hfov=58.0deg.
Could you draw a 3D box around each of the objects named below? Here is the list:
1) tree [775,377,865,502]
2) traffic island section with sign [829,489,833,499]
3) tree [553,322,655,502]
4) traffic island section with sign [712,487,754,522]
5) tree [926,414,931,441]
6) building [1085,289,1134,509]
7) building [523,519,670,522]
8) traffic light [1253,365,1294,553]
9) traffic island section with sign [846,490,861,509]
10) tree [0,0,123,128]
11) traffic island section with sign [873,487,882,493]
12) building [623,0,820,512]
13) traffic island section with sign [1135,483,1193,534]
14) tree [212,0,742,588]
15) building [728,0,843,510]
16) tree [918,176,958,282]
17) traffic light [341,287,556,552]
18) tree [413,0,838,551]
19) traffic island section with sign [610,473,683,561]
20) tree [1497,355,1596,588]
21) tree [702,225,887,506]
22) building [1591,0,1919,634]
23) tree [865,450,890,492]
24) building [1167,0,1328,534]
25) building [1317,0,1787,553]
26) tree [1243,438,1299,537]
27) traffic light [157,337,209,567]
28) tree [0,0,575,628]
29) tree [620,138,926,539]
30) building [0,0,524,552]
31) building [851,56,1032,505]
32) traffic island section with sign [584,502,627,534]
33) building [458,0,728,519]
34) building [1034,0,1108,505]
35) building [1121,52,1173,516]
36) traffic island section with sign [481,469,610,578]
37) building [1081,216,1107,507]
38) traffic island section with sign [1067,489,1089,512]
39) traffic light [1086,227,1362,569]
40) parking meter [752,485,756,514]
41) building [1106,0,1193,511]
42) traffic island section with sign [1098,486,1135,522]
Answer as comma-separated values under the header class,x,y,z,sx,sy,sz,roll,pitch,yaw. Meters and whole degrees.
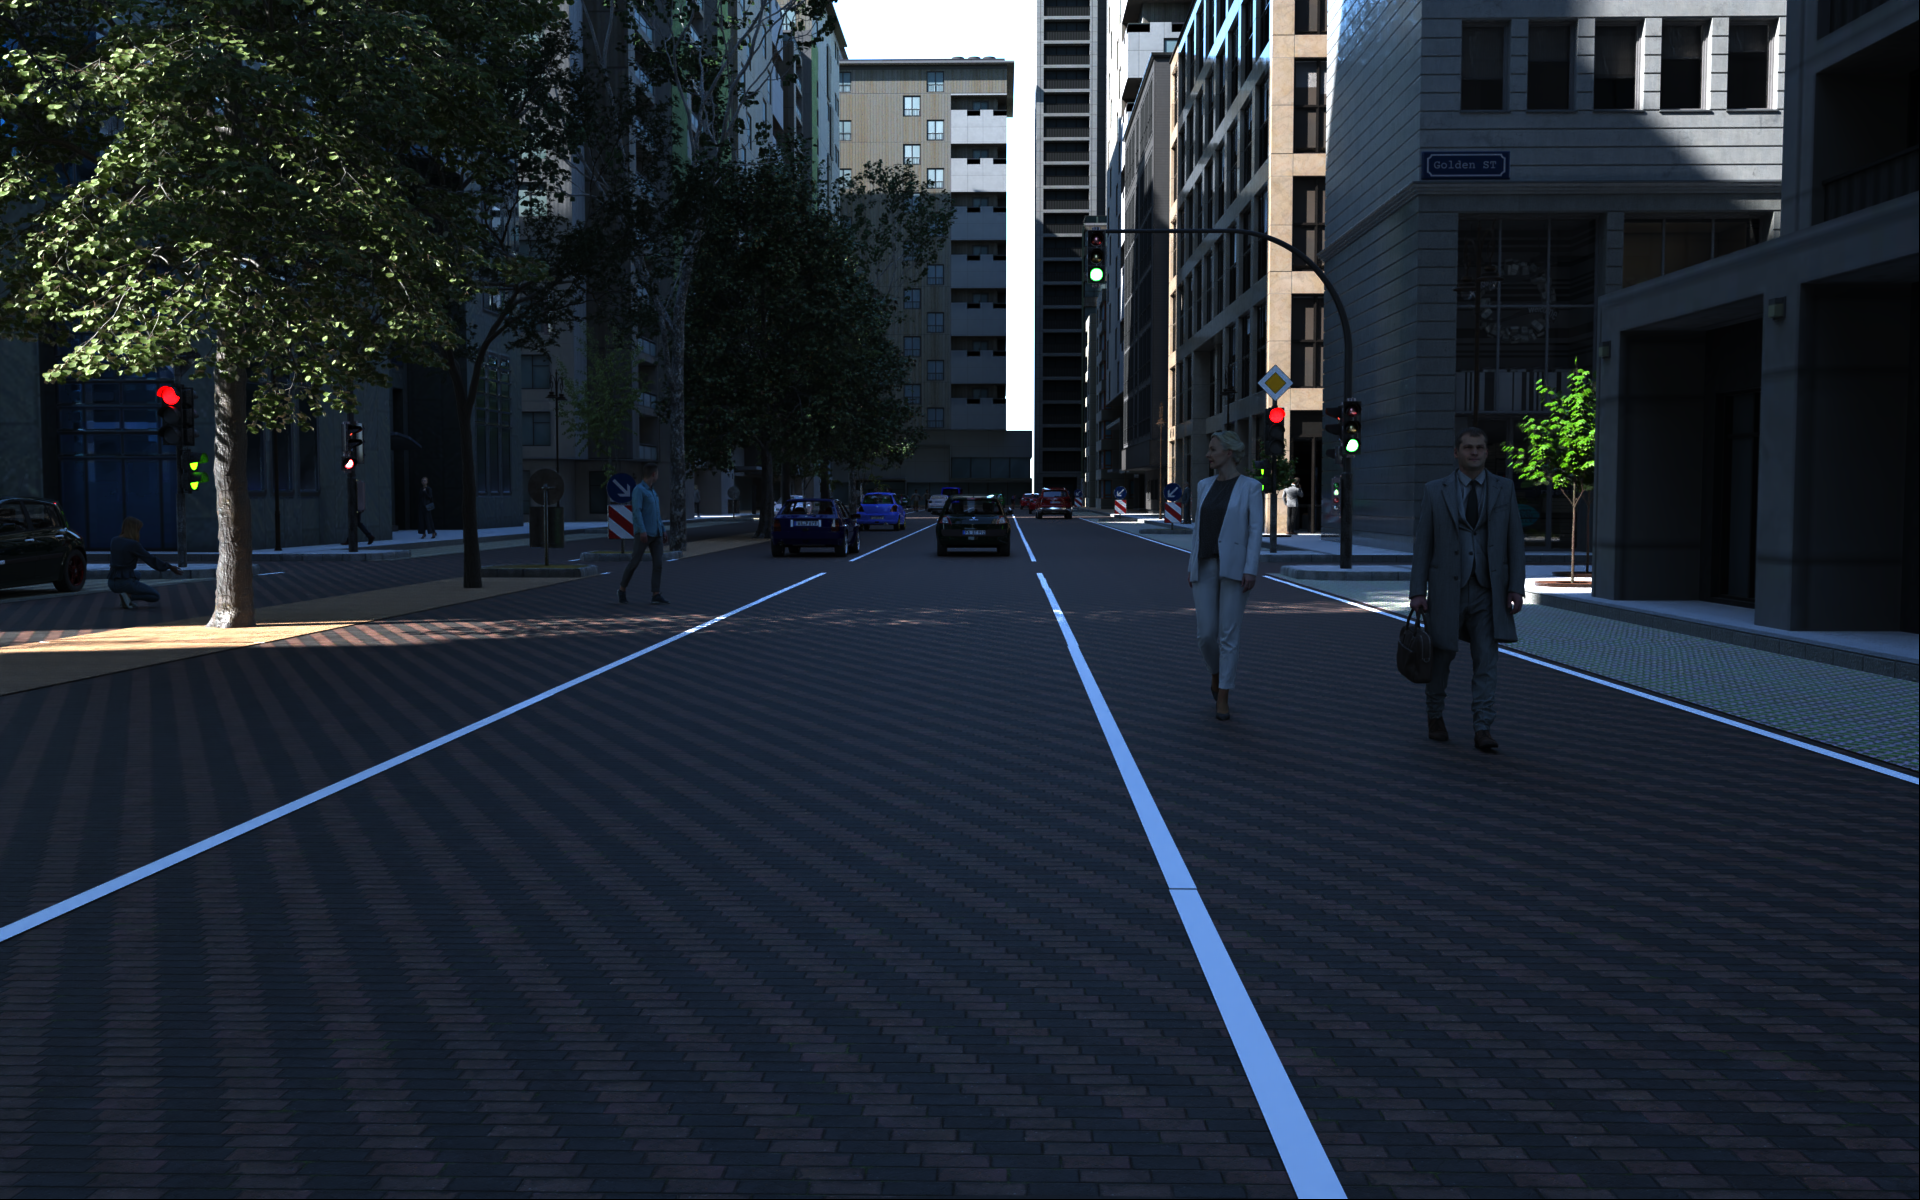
class,x,y,z,sx,sy,sz,roll,pitch,yaw
tree,-6.440,-7.269,71.676,4.737,8.622,4.395,0,3,0
traffic island section with sign,-10.568,-8.042,140.107,1.989,1.847,2.006,0,4,1
tree,-14.805,-7.462,72.370,4.737,8.622,4.395,0,3,0
traffic island section with sign,-11.822,-5.002,90.405,1.989,1.847,2.006,0,4,1
tree,-6.230,-9.785,79.448,9.611,12.733,9.660,0,3,0
building,26.110,-19.259,159.923,27.650,21.520,28.899,0,4,1
building,-21.115,-24.428,82.987,14.154,41.232,14.086,0,4,1
traffic light,6.831,-2.987,37.763,0.839,4.253,0.868,0,4,1
traffic island section with sign,-9.895,-9.701,167.241,1.989,1.847,2.006,0,4,1
tree,-7.666,-5.836,8.239,12.009,13.543,11.850,0,3,0
traffic island section with sign,-5.375,-6.414,113.004,2.006,1.907,1.989,0,4,1
building,-19.805,-28.425,148.336,14.154,41.232,14.086,0,4,1
traffic island section with sign,7.491,-3.293,62.466,1.989,1.847,2.006,0,4,1
tree,-7.381,-5.475,26.380,8.767,10.594,7.601,0,4,1
building,-26.311,-35.842,175.260,27.495,52.752,28.713,0,4,1
tree,-6.843,-14.236,91.110,12.611,20.169,13.585,0,3,0
traffic light,-11.331,-3.888,38.235,4.771,5.953,1.251,0,4,1
tree,-8.236,-11.328,43.557,12.611,20.169,13.585,0,3,0
traffic island section with sign,-7.248,-1.820,37.889,2.006,1.907,1.989,0,4,1
tree,8.660,-1.811,24.207,1.663,3.219,1.824,0,3,0
tree,-6.665,-8.849,65.271,7.486,12.596,7.792,0,3,0
building,17.850,-34.907,8.988,20.563,71.187,20.611,0,4,1
tree,-5.650,-9.014,100.193,4.737,8.622,4.395,0,3,0
building,19.892,-16.335,71.597,19.350,26.468,34.151,0,4,1
building,24.662,-16.153,41.586,29.804,29.767,11.434,0,4,1
tree,9.289,-3.504,51.885,1.663,3.219,1.824,0,3,0
traffic light,-13.625,-2.529,30.270,0.839,4.253,0.868,0,4,1
tree,-7.886,-5.997,18.643,7.486,12.596,7.792,0,3,0
tree,-6.220,-8.328,55.620,9.611,12.733,9.660,0,3,0
building,-26.965,-45.173,51.255,22.319,86.520,31.000,0,4,1
building,-5.101,-37.991,210.384,27.495,52.752,28.713,0,4,1
traffic island section with sign,-12.518,-3.339,63.219,1.989,1.847,2.006,0,4,1
building,-21.908,-25.778,105.058,14.154,41.232,14.086,0,4,1
building,19.186,-46.898,205.034,20.611,71.187,20.563,0,4,1
building,17.299,-18.786,100.658,14.314,27.812,24.014,0,4,1
traffic island section with sign,-7.443,-1.367,30.484,2.006,1.907,1.989,0,4,1
building,19.662,-25.051,181.281,14.160,30.474,14.107,0,4,1
traffic island section with sign,9.444,-8.064,140.471,1.989,1.847,2.006,0,4,1
traffic light,4.537,-3.365,29.691,4.771,5.953,1.251,0,4,1
parking meter,-13.119,-6.395,110.273,0.255,1.863,0.399,0,4,-5
building,25.269,-33.109,130.576,28.713,52.752,27.495,0,4,1
traffic island section with sign,8.191,-4.989,90.197,1.989,1.847,2.006,0,4,1
